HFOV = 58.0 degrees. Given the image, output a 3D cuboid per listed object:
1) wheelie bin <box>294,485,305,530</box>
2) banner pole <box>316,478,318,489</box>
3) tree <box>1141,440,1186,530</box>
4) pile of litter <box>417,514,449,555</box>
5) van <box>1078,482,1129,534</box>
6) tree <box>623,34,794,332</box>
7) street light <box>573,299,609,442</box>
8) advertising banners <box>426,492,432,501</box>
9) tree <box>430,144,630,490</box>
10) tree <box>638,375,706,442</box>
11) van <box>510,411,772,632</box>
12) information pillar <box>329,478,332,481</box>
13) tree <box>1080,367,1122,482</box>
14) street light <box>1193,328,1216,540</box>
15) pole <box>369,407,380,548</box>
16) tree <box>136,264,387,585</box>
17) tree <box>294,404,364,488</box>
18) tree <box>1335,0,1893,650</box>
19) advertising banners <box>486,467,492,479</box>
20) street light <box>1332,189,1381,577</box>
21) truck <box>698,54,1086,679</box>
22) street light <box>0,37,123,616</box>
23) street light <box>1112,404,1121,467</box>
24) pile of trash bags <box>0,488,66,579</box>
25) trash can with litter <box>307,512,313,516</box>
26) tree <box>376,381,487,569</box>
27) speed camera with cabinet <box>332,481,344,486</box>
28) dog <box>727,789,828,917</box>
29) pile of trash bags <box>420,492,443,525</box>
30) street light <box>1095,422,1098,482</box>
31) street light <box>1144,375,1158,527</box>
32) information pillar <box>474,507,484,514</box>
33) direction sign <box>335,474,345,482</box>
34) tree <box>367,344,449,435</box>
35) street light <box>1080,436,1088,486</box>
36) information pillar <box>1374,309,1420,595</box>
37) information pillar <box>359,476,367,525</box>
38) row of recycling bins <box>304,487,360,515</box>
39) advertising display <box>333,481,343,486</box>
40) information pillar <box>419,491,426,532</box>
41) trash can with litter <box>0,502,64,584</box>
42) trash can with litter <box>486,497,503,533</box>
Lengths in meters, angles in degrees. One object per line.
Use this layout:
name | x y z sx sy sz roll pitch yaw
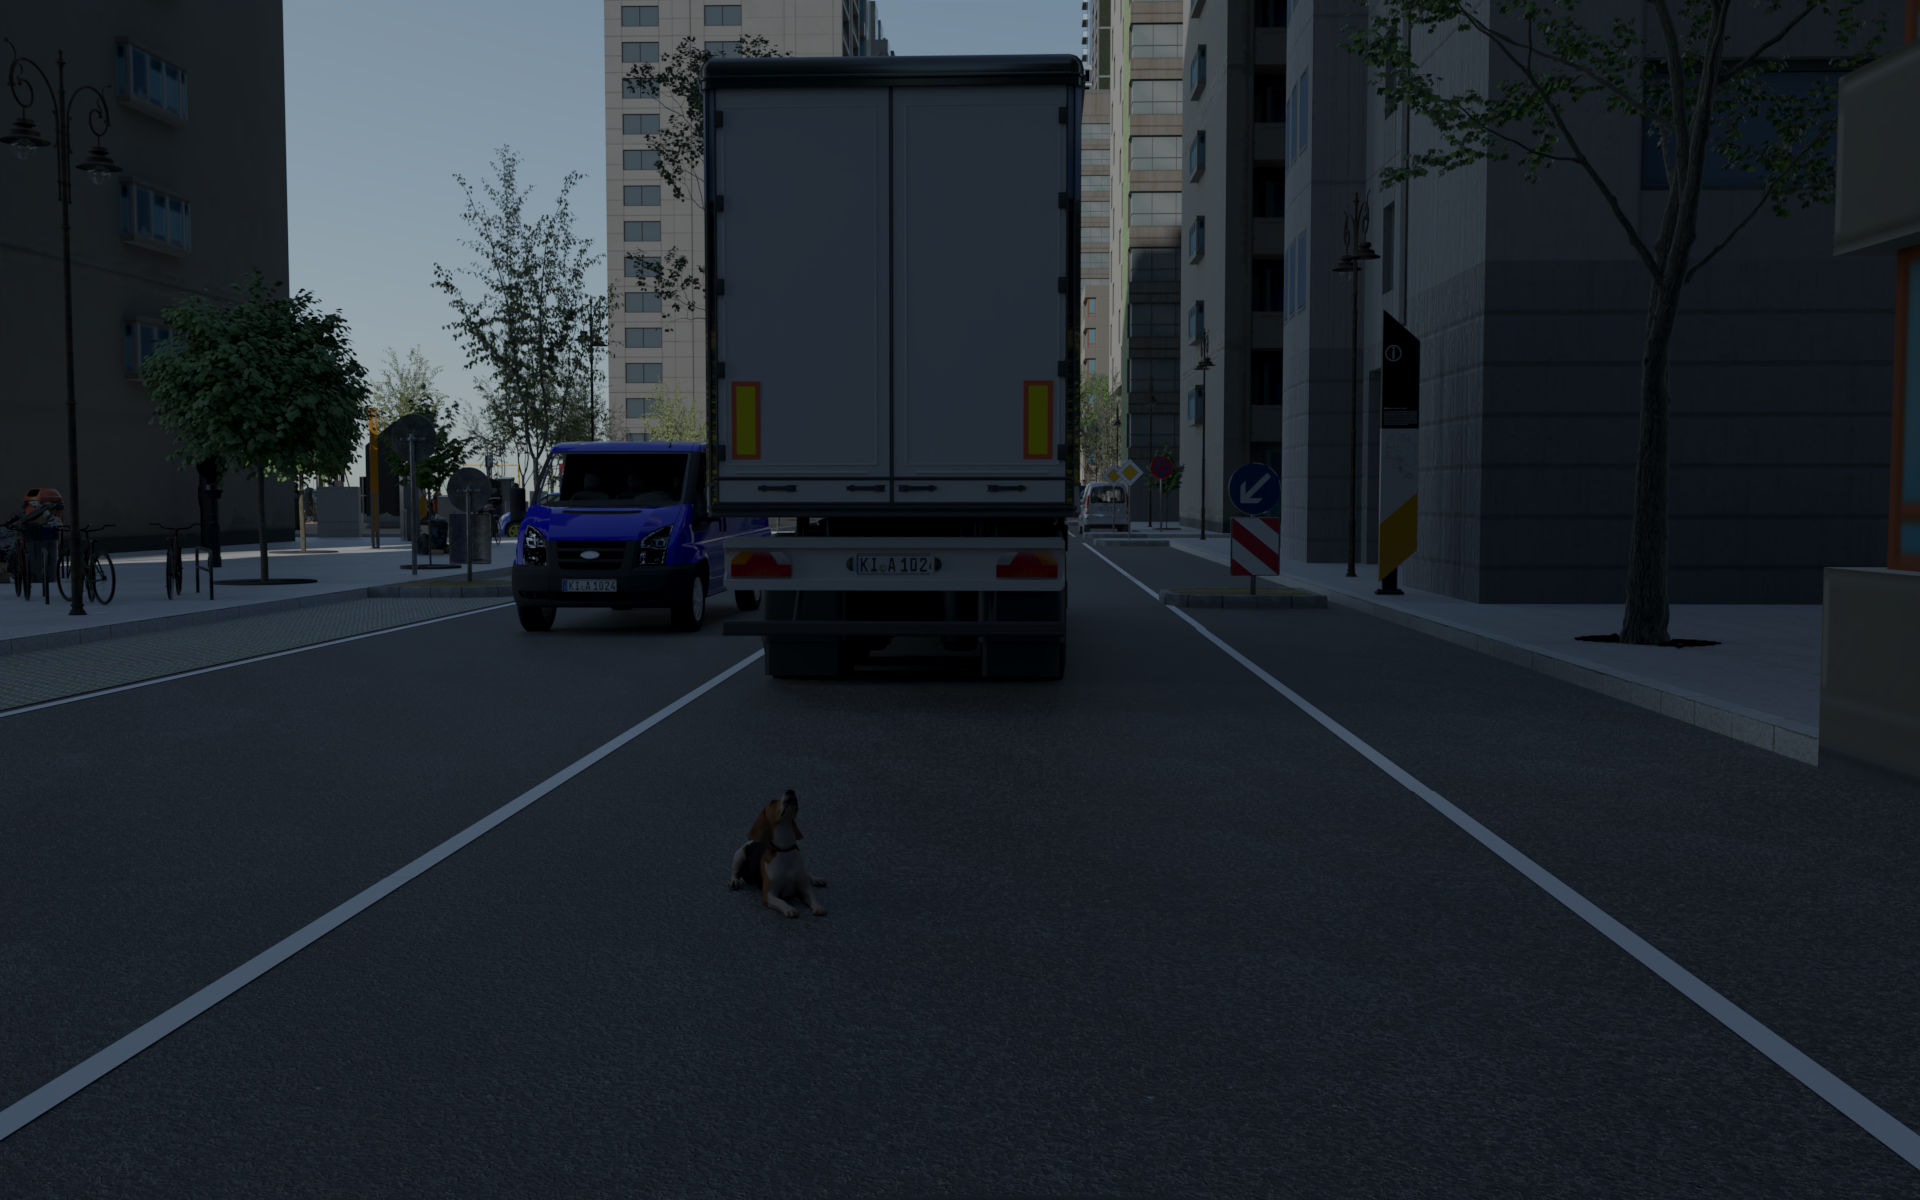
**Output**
wheelie bin | -23.749 -3.287 61.653 0.693 1.594 0.980 -3 5 -41
banner pole | -46.990 -8.403 127.410 0.863 3.779 0.401 0 4 4
tree | 7.327 -4.149 62.442 1.663 3.219 1.824 0 3 0
pile of litter | -10.922 -1.408 36.987 1.176 0.858 1.719 3 5 39
van | 5.097 -3.324 61.358 2.013 2.044 4.112 0 4 1
tree | -7.391 -13.081 69.770 12.611 20.169 13.585 0 3 0
street light | -8.631 -4.152 40.671 0.468 5.910 1.993 0 4 2
advertising banners | -27.690 -5.713 89.594 0.090 3.025 2.074 0 4 1
tree | -8.994 -5.277 36.643 4.360 8.622 3.978 0 3 0
tree | -17.943 -9.658 108.273 4.737 8.622 4.395 0 3 0
van | -3.524 -0.945 19.830 2.240 2.365 5.245 0 4 4
information pillar | -48.218 -8.635 132.534 0.183 3.616 0.504 1 4 19
tree | 8.308 -9.120 99.480 4.360 8.622 3.978 0 3 0
street light | 6.821 -4.628 48.455 0.468 5.910 1.993 0 4 2
pole | -13.813 -2.874 40.839 0.158 3.312 0.155 0 3 0
tree | -10.069 -2.522 24.953 4.285 4.588 4.351 0 3 0
tree | -27.909 -7.367 70.815 4.737 8.622 4.395 0 3 0
tree | 6.015 -5.423 14.427 9.928 11.665 9.643 0 3 0
advertising banners | -28.807 -6.850 108.181 2.074 3.025 0.090 2 4 27
street light | 6.070 -3.297 26.690 0.468 5.910 1.993 0 4 2
truck | -0.169 -1.700 16.716 2.839 4.237 11.283 0 4 3
street light | -9.356 -2.777 18.186 0.468 5.910 1.993 0 4 2
street light | 8.051 -7.088 88.669 0.468 5.910 1.993 0 4 2
pile of trash bags | -14.974 -1.051 26.930 3.447 1.369 1.912 2 4 33
trash can with litter | -37.132 -5.406 99.773 1.055 1.170 0.624 1 4 8
tree | -9.290 -2.159 29.907 1.663 3.219 1.824 0 3 0
speed camera with cabinet | -41.835 -7.575 118.192 2.038 3.252 0.660 1 4 11
dog | -0.600 0.854 6.237 0.550 0.427 0.748 1 4 22
pile of trash bags | -23.439 -4.173 77.979 1.912 1.369 3.447 1 4 19
street light | 8.685 -8.411 110.312 0.468 5.910 1.993 0 4 2
street light | 7.397 -5.774 67.199 0.468 5.910 1.993 0 4 2
information pillar | -18.759 -3.853 67.485 0.304 2.012 0.304 -3 4 -38
direction sign | -40.100 -7.336 111.932 0.379 3.537 0.876 2 4 28
tree | -27.026 -8.182 84.131 4.737 8.622 4.395 0 3 0
street light | 9.520 -9.711 131.556 0.468 5.910 1.993 0 4 2
information pillar | 5.558 -1.873 21.979 0.504 3.616 0.183 0 4 3
information pillar | -24.732 -4.127 71.962 0.304 2.012 0.304 3 5 44
row of recycling bins | -37.954 -5.982 104.917 3.534 1.692 1.069 -2 4 -30
advertising display | -30.083 -4.804 83.759 0.123 1.923 0.974 0 4 2
information pillar | -18.442 -4.133 58.925 0.504 3.616 0.183 0 4 -6
trash can with litter | -13.533 -0.830 24.950 1.055 1.170 0.624 -3 4 -37
trash can with litter | -15.488 -2.804 57.227 0.624 1.170 1.055 -2 4 -31
